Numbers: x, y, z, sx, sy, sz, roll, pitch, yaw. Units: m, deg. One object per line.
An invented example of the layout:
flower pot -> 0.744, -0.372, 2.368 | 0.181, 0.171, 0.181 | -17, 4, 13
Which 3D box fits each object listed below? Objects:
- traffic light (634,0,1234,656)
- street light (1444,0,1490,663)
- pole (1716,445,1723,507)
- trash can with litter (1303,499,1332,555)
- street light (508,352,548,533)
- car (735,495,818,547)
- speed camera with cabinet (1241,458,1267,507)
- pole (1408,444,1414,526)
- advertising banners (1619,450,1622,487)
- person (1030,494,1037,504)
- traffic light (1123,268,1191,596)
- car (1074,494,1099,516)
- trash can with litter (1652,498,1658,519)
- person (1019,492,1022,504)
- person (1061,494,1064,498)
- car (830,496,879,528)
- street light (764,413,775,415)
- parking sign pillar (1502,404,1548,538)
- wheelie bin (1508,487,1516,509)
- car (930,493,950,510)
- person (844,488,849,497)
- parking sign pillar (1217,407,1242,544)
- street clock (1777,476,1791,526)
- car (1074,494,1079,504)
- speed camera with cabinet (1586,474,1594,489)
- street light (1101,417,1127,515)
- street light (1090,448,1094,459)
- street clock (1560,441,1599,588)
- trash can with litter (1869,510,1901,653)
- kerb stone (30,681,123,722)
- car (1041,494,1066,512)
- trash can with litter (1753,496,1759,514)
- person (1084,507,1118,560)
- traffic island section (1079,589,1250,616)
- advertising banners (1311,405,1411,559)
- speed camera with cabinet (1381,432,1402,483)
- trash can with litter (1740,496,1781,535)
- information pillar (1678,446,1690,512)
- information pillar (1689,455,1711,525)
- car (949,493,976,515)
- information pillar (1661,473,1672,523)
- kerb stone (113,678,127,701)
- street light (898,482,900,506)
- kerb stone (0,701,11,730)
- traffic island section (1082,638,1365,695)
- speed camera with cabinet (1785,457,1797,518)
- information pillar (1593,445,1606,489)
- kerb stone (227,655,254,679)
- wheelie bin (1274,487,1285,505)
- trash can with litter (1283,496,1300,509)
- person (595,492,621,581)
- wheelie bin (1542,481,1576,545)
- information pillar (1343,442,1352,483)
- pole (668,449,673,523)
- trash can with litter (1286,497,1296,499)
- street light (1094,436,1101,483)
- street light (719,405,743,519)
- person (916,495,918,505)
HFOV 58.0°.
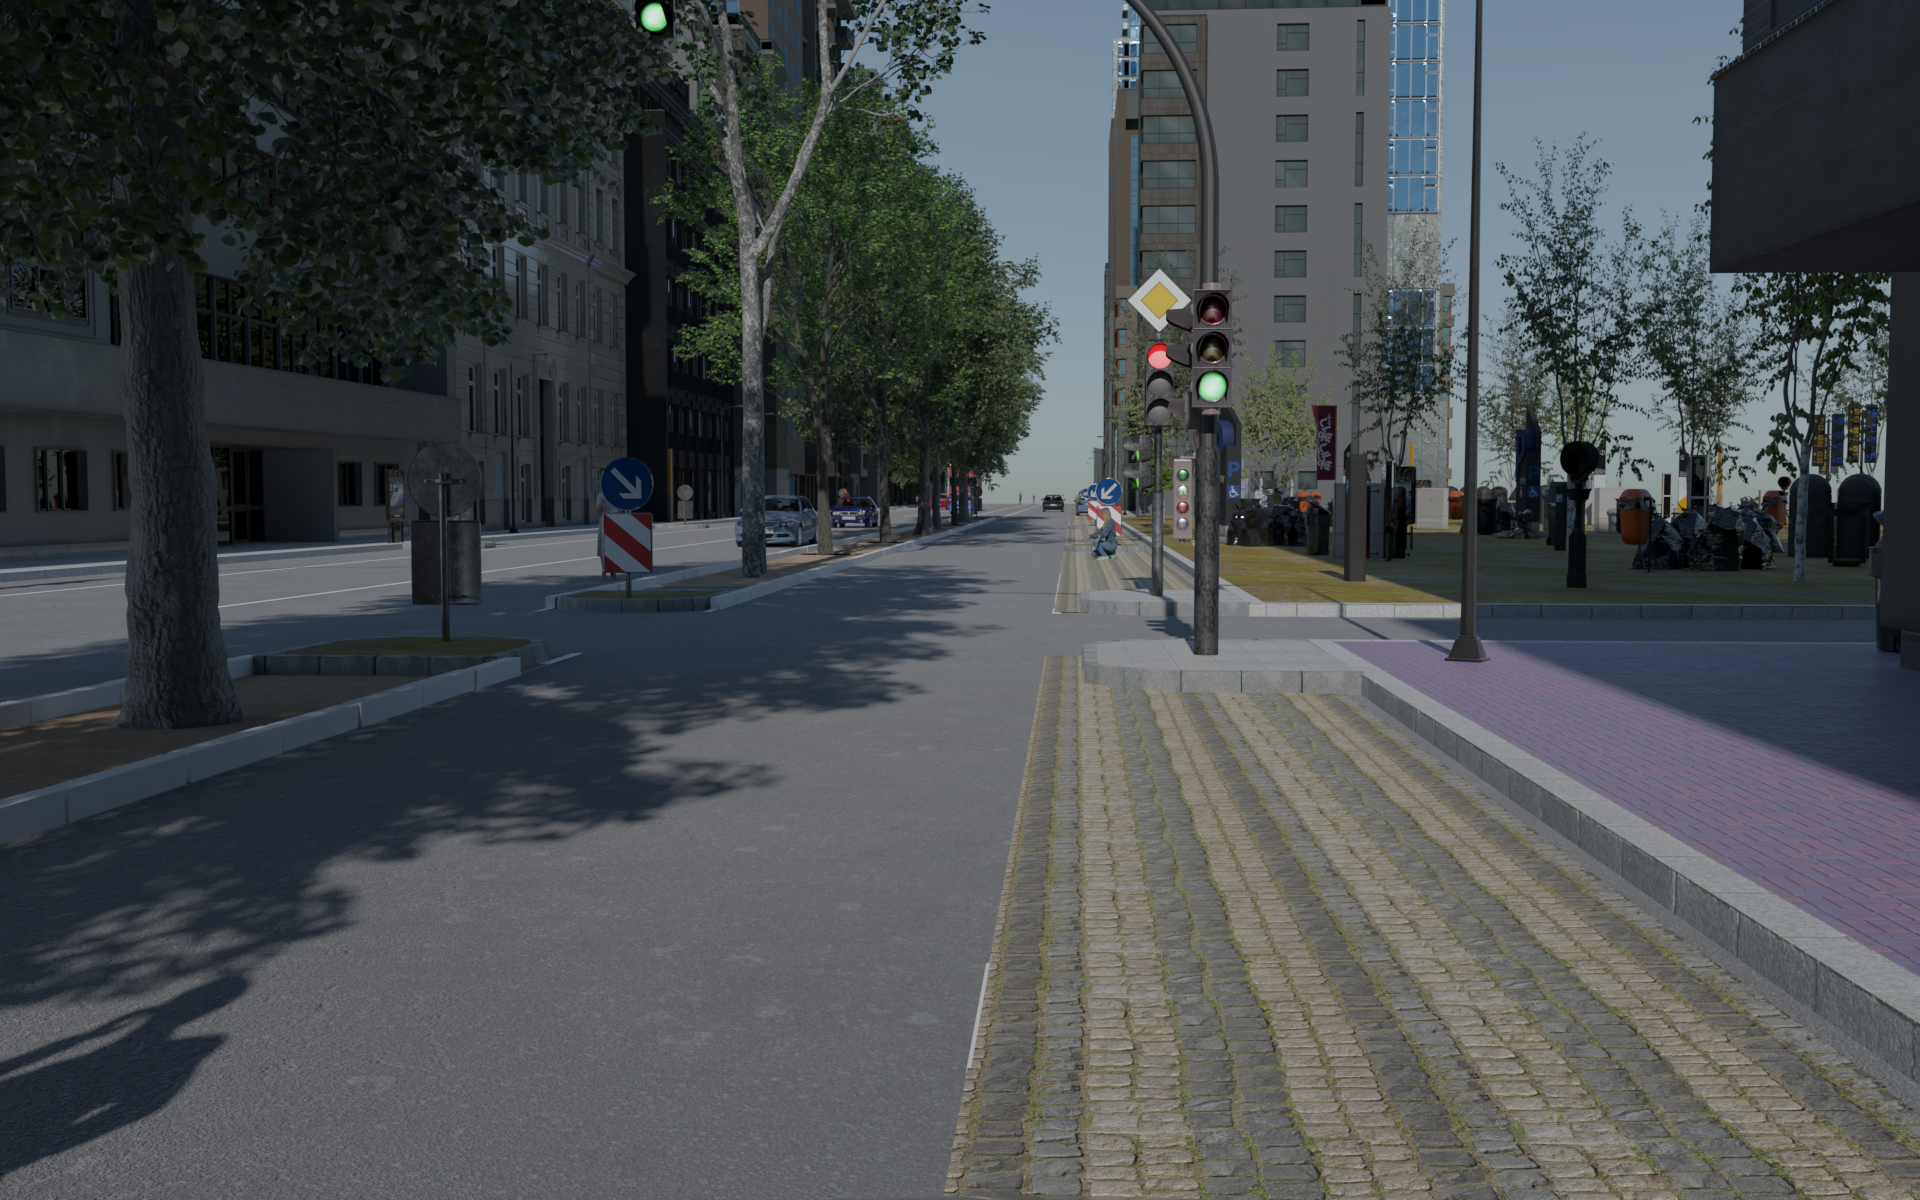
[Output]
traffic light -> -0.151, -2.391, 13.753 | 4.771, 5.953, 1.251 | 0, 4, 4
street light -> 3.373, -2.488, 13.214 | 1.470, 5.913, 1.316 | 0, 4, 4
pole -> 31.483, -4.770, 71.839 | 0.158, 3.312, 0.155 | 0, 3, 0
trash can with litter -> 7.783, -1.537, 36.514 | 1.055, 1.170, 0.624 | 0, 4, 3
street light -> -14.125, -5.146, 56.674 | 1.470, 5.913, 1.316 | 0, 4, 4
car -> -5.040, -2.221, 48.323 | 2.014, 1.417, 4.499 | 0, 4, 5
speed camera with cabinet -> 16.398, -6.225, 96.114 | 2.038, 3.252, 0.660 | 1, 4, 23
pole -> 18.293, -4.673, 70.246 | 0.158, 3.312, 0.155 | 0, 3, 0
advertising banners -> 26.099, -4.401, 68.145 | 0.090, 3.025, 2.074 | 2, 4, 31
person -> 10.287, -14.046, 241.374 | 0.991, 1.433, 0.599 | 0, 4, 4
traffic light -> 2.469, -2.006, 21.724 | 0.839, 4.253, 0.868 | 0, 4, 4
car -> 8.425, -6.188, 113.172 | 2.014, 1.417, 4.499 | 0, 4, 3
trash can with litter -> 35.549, -4.752, 89.090 | 1.055, 1.170, 0.624 | -3, 4, -39
person -> 8.552, -14.256, 242.108 | 0.617, 1.759, 0.750 | -2, 4, -34
person -> 13.923, -13.830, 237.805 | 0.799, 1.438, 0.628 | 0, 4, -1
car -> -4.526, -3.781, 74.404 | 1.945, 1.354, 3.894 | 0, 4, 4
street light -> -11.302, -7.749, 99.229 | 1.470, 5.913, 1.316 | 0, 4, 4
parking sign pillar -> 16.862, -3.847, 51.378 | 1.447, 3.967, 1.447 | 0, 4, 5
wheelie bin -> 19.429, -3.185, 59.976 | 0.693, 1.594, 0.980 | -1, 4, -16
car -> -1.817, -9.062, 157.202 | 2.155, 1.783, 4.494 | 0, 4, 5
person -> -7.346, -6.295, 111.362 | 0.705, 1.831, 1.348 | -2, 4, -24
parking sign pillar -> 6.950, -3.486, 45.470 | 1.447, 3.967, 1.447 | -1, 4, -12
street clock -> 33.408, -4.015, 70.223 | 0.471, 2.002, 0.358 | 3, 5, 42
car -> 16.559, -13.840, 236.514 | 2.015, 1.641, 3.980 | 0, 4, 3
speed camera with cabinet -> 34.567, -6.064, 93.486 | 0.660, 3.252, 2.038 | -1, 4, -12
street light -> 9.378, -8.046, 104.098 | 1.470, 5.913, 1.316 | 0, 4, 4
street light -> 13.922, -12.240, 172.662 | 1.470, 5.913, 1.316 | 0, 4, 4
street clock -> 8.454, -1.169, 23.688 | 0.358, 2.002, 0.471 | -2, 4, -34
trash can with litter -> 7.830, -0.151, 13.863 | 0.624, 1.170, 1.055 | -1, 4, -17
kerb stone -> -5.803, 0.673, 11.276 | 0.120, 0.150, 1.000 | 0, 4, 4
car -> 7.514, -7.930, 139.447 | 2.009, 1.686, 4.222 | 0, 4, 4
trash can with litter -> 40.864, -4.776, 89.473 | 0.624, 1.170, 1.055 | -3, 4, -39
person -> 3.062, -1.434, 37.439 | 0.738, 1.151, 1.012 | 0, 4, 2
traffic island section -> 2.508, 0.027, 21.836 | 2.009, 0.180, 2.903 | 0, 4, 4
advertising banners -> 7.909, -2.325, 34.199 | 2.074, 3.025, 0.090 | -1, 4, -9
speed camera with cabinet -> 13.923, -3.744, 55.554 | 0.660, 3.252, 2.038 | 1, 4, 20
trash can with litter -> 24.709, -2.674, 54.784 | 1.678, 1.210, 2.233 | -1, 4, -14
information pillar -> 35.269, -5.694, 84.448 | 0.504, 3.616, 0.183 | 0, 4, 4
information pillar -> 13.799, -1.703, 32.338 | 0.304, 2.012, 0.304 | 2, 4, 34
car -> 0.248, -6.885, 122.158 | 1.945, 1.707, 3.694 | 0, 4, 6
information pillar -> 24.567, -3.409, 60.233 | 0.304, 2.012, 0.304 | 1, 4, 15
kerb stone -> -5.740, 0.605, 12.296 | 0.120, 0.150, 1.000 | 0, 4, 4
street light -> -5.867, -12.823, 182.196 | 1.470, 5.913, 1.316 | 0, 4, 4
kerb stone -> -5.865, 0.730, 10.255 | 0.120, 0.150, 1.000 | 0, 4, 4
traffic island section -> 1.982, 0.515, 13.868 | 2.009, 0.180, 2.903 | 0, 4, 4
speed camera with cabinet -> 44.969, -5.988, 92.239 | 2.038, 3.252, 0.660 | 1, 4, 18
information pillar -> 27.597, -5.097, 74.694 | 0.504, 3.616, 0.183 | 0, 4, 7
kerb stone -> -5.659, 0.543, 13.315 | 0.120, 0.150, 1.000 | 0, 4, 4
wheelie bin -> 14.064, -4.226, 77.005 | 0.693, 1.594, 0.980 | 2, 4, 26
trash can with litter -> 9.695, -2.539, 52.564 | 2.233, 1.210, 1.678 | 2, 4, 25
person -> -5.798, -1.203, 28.737 | 0.480, 1.755, 0.524 | -2, 4, -35
wheelie bin -> 15.028, -2.162, 43.259 | 0.980, 1.594, 0.693 | 2, 4, 34
information pillar -> 17.572, -5.331, 78.519 | 0.183, 3.616, 0.504 | -2, 4, -26
pole -> -13.042, -5.145, 77.956 | 0.158, 3.312, 0.155 | 0, 3, 0
trash can with litter -> 15.080, -4.130, 78.919 | 0.624, 1.170, 1.055 | 1, 4, 21
street light -> 11.647, -10.148, 138.458 | 1.470, 5.913, 1.316 | 0, 4, 4
street light -> -11.895, -7.215, 90.509 | 1.470, 5.913, 1.316 | 0, 4, 4
person -> -3.201, -7.533, 134.893 | 0.421, 1.427, 0.697 | -1, 4, -9
